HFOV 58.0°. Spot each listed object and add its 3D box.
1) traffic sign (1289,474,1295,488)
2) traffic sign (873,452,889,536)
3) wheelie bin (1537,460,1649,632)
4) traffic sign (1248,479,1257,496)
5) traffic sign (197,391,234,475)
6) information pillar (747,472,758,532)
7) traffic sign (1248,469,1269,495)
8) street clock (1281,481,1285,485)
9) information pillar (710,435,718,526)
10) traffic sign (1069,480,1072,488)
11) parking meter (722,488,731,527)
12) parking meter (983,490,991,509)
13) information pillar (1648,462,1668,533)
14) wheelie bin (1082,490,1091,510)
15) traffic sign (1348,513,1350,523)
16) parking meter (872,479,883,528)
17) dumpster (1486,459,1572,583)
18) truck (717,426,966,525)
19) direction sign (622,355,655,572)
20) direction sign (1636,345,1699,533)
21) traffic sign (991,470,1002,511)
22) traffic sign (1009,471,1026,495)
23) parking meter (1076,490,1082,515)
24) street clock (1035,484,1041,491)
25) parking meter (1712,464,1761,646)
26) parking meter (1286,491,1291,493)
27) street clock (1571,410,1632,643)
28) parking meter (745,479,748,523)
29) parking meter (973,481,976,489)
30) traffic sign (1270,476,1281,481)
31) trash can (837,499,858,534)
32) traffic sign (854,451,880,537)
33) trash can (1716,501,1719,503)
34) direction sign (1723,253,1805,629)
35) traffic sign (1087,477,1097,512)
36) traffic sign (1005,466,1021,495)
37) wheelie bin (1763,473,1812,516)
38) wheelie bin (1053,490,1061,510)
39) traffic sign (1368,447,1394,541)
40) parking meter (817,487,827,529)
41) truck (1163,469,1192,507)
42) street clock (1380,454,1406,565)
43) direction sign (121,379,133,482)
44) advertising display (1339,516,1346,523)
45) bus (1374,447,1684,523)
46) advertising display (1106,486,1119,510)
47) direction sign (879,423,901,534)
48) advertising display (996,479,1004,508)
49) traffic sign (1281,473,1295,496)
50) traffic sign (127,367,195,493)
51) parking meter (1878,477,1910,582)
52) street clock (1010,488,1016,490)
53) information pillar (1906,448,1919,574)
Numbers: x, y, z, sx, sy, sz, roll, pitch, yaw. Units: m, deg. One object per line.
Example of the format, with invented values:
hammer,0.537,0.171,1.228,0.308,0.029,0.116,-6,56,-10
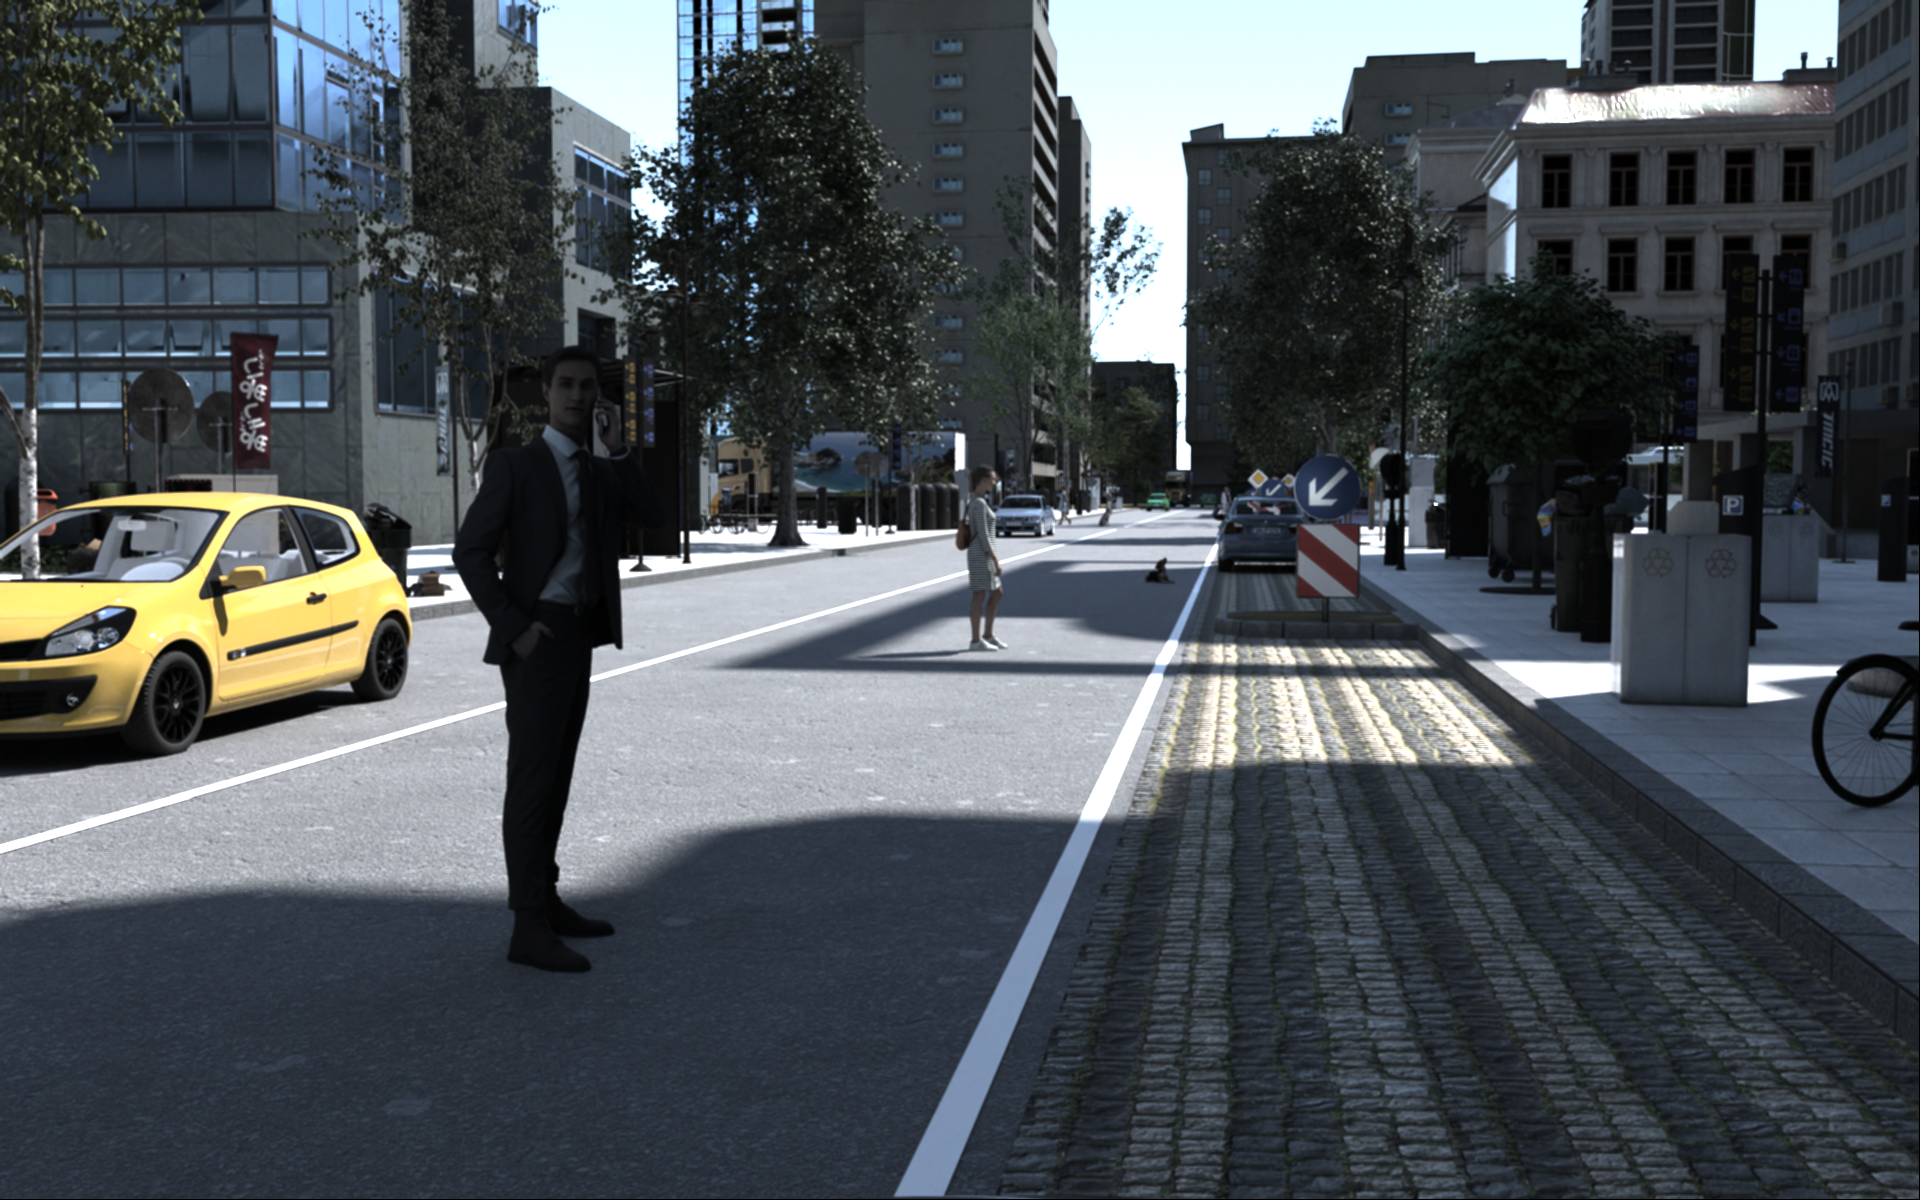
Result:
traffic sign,19.106,-6.044,99.999,0.795,2.450,0.064,1,4,16
traffic sign,-2.516,-3.202,52.466,0.768,2.556,0.104,1,4,13
wheelie bin,5.912,-0.507,16.192,0.980,1.594,0.693,1,4,17
traffic sign,12.850,-4.371,75.105,0.795,2.450,0.064,1,4,9
traffic sign,-9.115,-1.303,21.411,0.768,2.556,0.104,1,4,16
information pillar,-7.055,-3.329,58.920,0.304,2.012,0.304,0,4,4
traffic sign,11.578,-3.889,67.222,0.795,2.450,0.064,1,4,9
street clock,17.599,-5.510,94.660,0.358,2.002,0.471,1,4,21
information pillar,-9.753,-4.726,68.617,0.183,3.616,0.504,-3,5,-39
traffic sign,7.972,-7.697,127.974,0.606,2.300,0.079,1,4,10
parking meter,-9.158,-3.643,67.974,0.372,1.533,0.369,0,3,0
parking meter,1.111,-3.749,69.703,0.372,1.533,0.369,0,3,0
information pillar,16.039,-2.160,39.812,0.304,2.012,0.304,0,4,-7
wheelie bin,10.042,-7.905,137.150,0.980,1.594,0.693,3,4,38
traffic sign,10.650,-2.830,47.450,0.795,2.450,0.064,1,4,10
parking meter,-3.153,-3.683,65.935,0.399,1.863,0.255,-1,4,-13
dumpster,8.553,-1.216,25.636,1.264,1.857,1.865,1,4,9
truck,-5.490,-5.188,73.744,11.283,4.237,2.839,1,4,11
direction sign,-5.293,-2.239,28.612,0.379,3.537,0.876,1,4,23
direction sign,10.801,-2.111,26.510,0.876,3.537,0.379,1,4,12
traffic sign,1.270,-3.991,68.901,0.795,2.450,0.064,1,4,9
traffic sign,2.542,-4.474,76.784,0.795,2.450,0.064,1,4,9
parking meter,7.306,-5.968,105.989,0.372,1.533,0.369,0,3,0
street clock,5.709,-7.488,127.002,0.471,2.002,0.358,0,4,-5
parking meter,6.575,-0.385,14.713,0.372,1.533,0.369,0,3,0
parking meter,23.776,-7.162,125.510,0.372,1.533,0.369,0,3,0
street clock,5.524,-0.636,14.967,0.358,2.002,0.471,-2,4,-28
parking meter,-8.206,-3.765,67.268,0.255,1.863,0.399,0,3,0
parking meter,0.793,-4.326,76.438,0.399,1.863,0.255,-3,5,-42
traffic sign,21.828,-7.336,120.056,0.768,2.556,0.104,1,4,10
trash can,-3.612,-2.684,55.541,0.748,1.137,0.748,0,3,0
traffic sign,-2.772,-3.146,51.539,0.768,2.556,0.104,1,4,10
trash can,15.859,-1.455,35.436,0.748,1.137,0.748,0,3,0
direction sign,7.628,-1.498,16.493,0.876,3.537,0.379,-1,4,-17
traffic sign,9.538,-7.696,125.932,0.768,2.556,0.104,1,4,17
traffic sign,2.390,-4.842,79.276,0.768,2.556,0.104,1,4,17
wheelie bin,12.638,-1.149,26.702,0.693,1.594,0.980,-2,4,-32
wheelie bin,7.906,-8.090,140.186,0.693,1.594,0.980,-3,4,-36
traffic sign,11.442,-2.869,47.011,0.768,2.556,0.104,1,4,14
parking meter,-5.116,-3.409,64.141,0.372,1.533,0.369,0,3,0
truck,25.051,-12.833,198.735,2.839,4.237,11.283,1,4,11
street clock,7.781,-1.628,31.184,0.471,2.002,0.358,-3,4,-38
direction sign,-16.571,-2.601,34.528,0.379,3.537,0.876,-1,4,-16
advertising display,14.235,-3.680,65.374,0.123,1.923,0.974,-3,4,-36
bus,22.339,-4.548,69.220,13.247,3.499,2.948,1,4,10
advertising display,12.052,-8.124,138.038,0.974,1.923,0.123,3,5,41
direction sign,-2.245,-3.882,55.465,0.876,3.537,0.379,2,4,34
advertising display,1.760,-4.350,76.341,0.123,1.923,0.974,-1,4,-13
traffic sign,18.303,-5.836,96.604,0.795,2.450,0.064,1,4,18
traffic sign,-8.051,-1.060,17.435,0.768,2.556,0.104,1,4,12
parking meter,13.715,-1.042,25.443,0.372,1.533,0.369,0,3,0
street clock,3.811,-7.341,124.602,0.358,2.002,0.471,3,4,36
information pillar,15.436,-1.435,27.946,0.304,2.012,0.304,2,4,32
